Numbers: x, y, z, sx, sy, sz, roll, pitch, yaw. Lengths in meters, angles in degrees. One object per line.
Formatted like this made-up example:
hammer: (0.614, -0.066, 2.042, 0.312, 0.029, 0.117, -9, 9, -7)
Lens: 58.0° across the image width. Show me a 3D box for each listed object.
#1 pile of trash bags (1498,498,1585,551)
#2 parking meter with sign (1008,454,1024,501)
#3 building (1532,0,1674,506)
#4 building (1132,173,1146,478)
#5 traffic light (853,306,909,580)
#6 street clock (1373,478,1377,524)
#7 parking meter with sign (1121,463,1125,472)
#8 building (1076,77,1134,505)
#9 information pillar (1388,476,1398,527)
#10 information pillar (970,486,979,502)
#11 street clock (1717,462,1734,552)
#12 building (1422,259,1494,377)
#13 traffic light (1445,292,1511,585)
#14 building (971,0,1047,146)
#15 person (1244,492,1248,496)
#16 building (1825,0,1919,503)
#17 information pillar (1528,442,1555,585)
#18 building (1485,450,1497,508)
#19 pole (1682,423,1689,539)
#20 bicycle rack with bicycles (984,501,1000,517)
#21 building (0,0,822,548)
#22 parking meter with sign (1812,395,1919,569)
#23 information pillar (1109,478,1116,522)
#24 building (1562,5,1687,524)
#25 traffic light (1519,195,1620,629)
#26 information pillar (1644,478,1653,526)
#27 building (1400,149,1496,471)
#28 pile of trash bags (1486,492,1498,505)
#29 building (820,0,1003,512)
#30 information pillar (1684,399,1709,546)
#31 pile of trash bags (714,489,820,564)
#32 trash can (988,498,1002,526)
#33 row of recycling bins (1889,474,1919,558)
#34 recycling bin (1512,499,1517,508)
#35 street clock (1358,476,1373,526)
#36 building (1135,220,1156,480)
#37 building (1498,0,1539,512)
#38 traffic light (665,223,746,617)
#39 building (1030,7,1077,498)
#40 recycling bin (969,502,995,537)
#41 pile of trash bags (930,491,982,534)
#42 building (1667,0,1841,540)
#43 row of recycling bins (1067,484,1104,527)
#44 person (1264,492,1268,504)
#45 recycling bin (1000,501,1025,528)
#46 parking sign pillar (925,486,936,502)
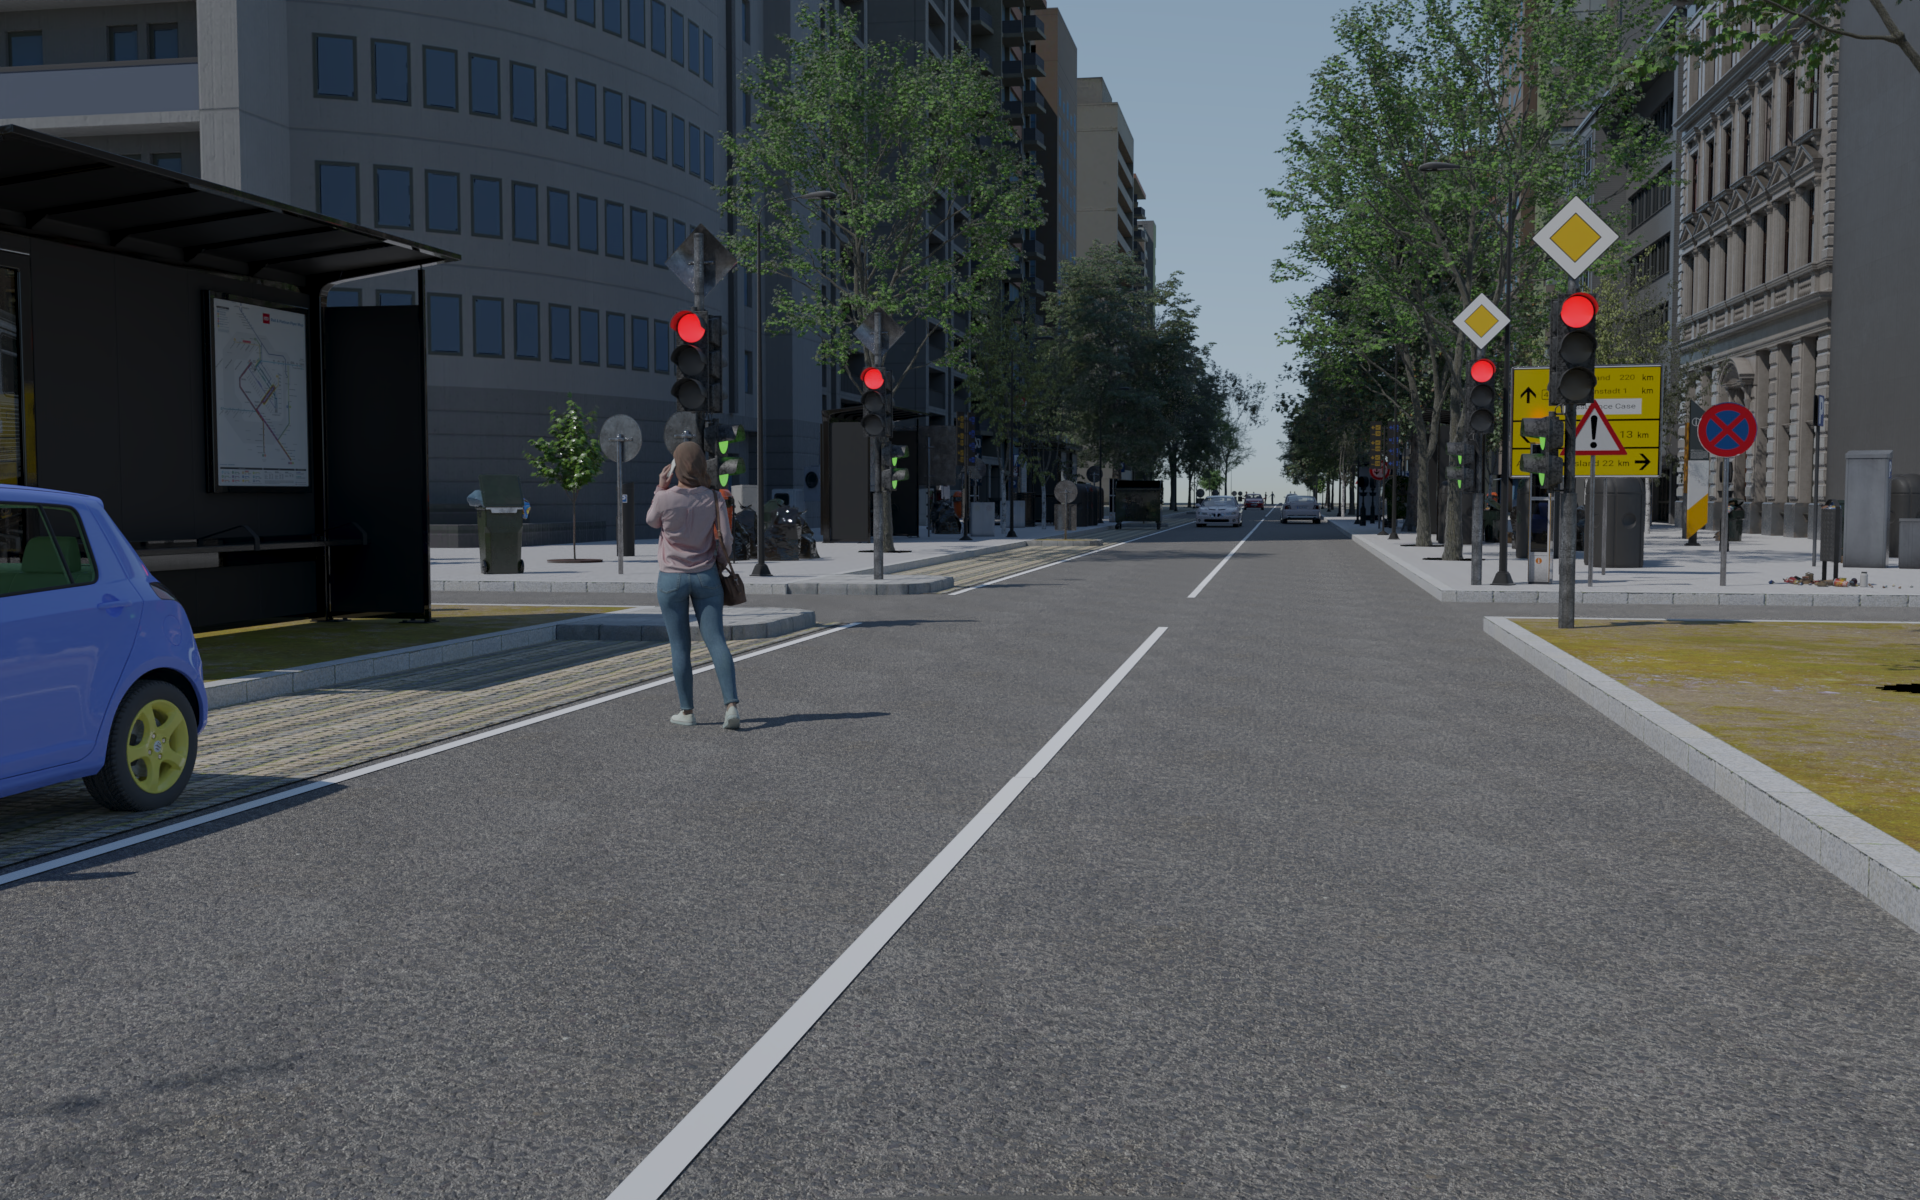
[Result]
pile of trash bags: (13.788, -1.868, 40.298, 1.912, 1.369, 3.447, 1, 4, 10)
parking meter with sign: (2.335, -4.800, 74.745, 0.543, 3.016, 1.738, 1, 4, 15)
building: (42.525, -25.869, 106.546, 14.154, 41.232, 14.086, 1, 4, 11)
building: (13.214, -35.339, 232.424, 22.147, 44.769, 28.867, 1, 4, 11)
traffic light: (-1.205, -2.260, 25.876, 0.839, 4.253, 0.868, 1, 4, 11)
street clock: (17.862, -4.305, 74.951, 0.358, 2.002, 0.471, 1, 4, 21)
parking meter with sign: (9.075, -6.126, 96.424, 0.543, 3.016, 1.738, 1, 4, 18)
building: (9.083, -35.672, 206.934, 21.300, 48.544, 21.600, 1, 4, 11)
information pillar: (17.100, -3.911, 68.434, 0.304, 2.012, 0.304, 3, 5, 43)
information pillar: (0.547, -3.948, 69.039, 0.304, 2.012, 0.304, 3, 4, 36)
street clock: (17.068, -2.083, 38.629, 0.358, 2.002, 0.471, 2, 4, 31)
building: (60.601, -26.287, 201.491, 14.160, 30.474, 14.107, 1, 4, 11)
traffic light: (7.261, -2.164, 24.301, 0.839, 4.253, 0.868, 1, 4, 11)
building: (-5.110, -29.619, 138.901, 22.147, 44.769, 28.867, 1, 4, 11)
person: (39.669, -14.058, 239.163, 1.217, 1.723, 0.721, -2, 4, -24)
building: (33.857, -14.900, 37.117, 24.014, 27.812, 14.314, 1, 4, 11)
information pillar: (8.273, -1.232, 24.637, 0.304, 2.012, 0.304, 2, 4, 29)
building: (53.200, -50.651, 140.821, 22.319, 86.520, 31.000, 1, 4, 11)
pole: (20.827, -3.409, 49.582, 0.158, 3.312, 0.155, 0, 3, 0)
bicycle rack with bicycles: (2.117, -4.796, 91.789, 2.852, 0.926, 2.925, -1, 4, -20)
building: (-18.145, -31.229, 52.597, 21.231, 58.520, 28.212, 1, 4, 11)
parking meter with sign: (15.790, -2.069, 30.087, 1.738, 3.016, 0.543, 2, 4, 35)
information pillar: (6.953, -4.518, 78.355, 0.304, 2.012, 0.304, -2, 4, -33)
building: (37.303, -15.956, 79.940, 14.314, 24.678, 30.058, 1, 4, 11)
traffic light: (5.780, -1.684, 16.454, 0.839, 4.253, 0.868, 1, 4, 11)
information pillar: (27.602, -3.973, 69.447, 0.304, 2.012, 0.304, 1, 4, 19)
building: (67.278, -34.697, 221.913, 22.147, 44.769, 28.867, 1, 4, 11)
pile of trash bags: (29.486, -4.984, 91.240, 3.447, 1.369, 1.912, 1, 4, 9)
building: (-7.979, -41.300, 113.507, 20.563, 71.187, 20.611, 1, 4, 11)
information pillar: (18.231, -3.146, 42.800, 0.504, 3.616, 0.183, 0, 4, 3)
pile of trash bags: (-4.024, -1.442, 33.325, 1.912, 1.369, 3.447, 1, 4, 15)
trash can: (1.484, -3.620, 70.840, 0.748, 1.137, 0.748, 0, 3, 0)
row of recycling bins: (19.628, -1.777, 36.170, 1.069, 1.692, 3.534, 1, 4, 23)
recycling bin: (26.353, -4.191, 81.084, 0.722, 1.027, 0.722, -1, 4, -15)
street clock: (16.244, -3.988, 69.775, 0.358, 2.002, 0.471, -1, 4, -21)
building: (20.973, -34.819, 252.887, 14.154, 41.232, 14.086, 1, 4, 11)
building: (45.247, -28.756, 120.274, 14.600, 45.320, 14.200, 1, 4, 11)
traffic light: (-2.685, -1.780, 18.029, 0.839, 4.253, 0.868, 1, 4, 11)
building: (2.991, -31.139, 159.233, 14.600, 45.320, 14.200, 1, 4, 11)
recycling bin: (0.667, -2.450, 52.616, 0.722, 1.027, 0.722, 0, 4, -4)
pile of trash bags: (-0.024, -2.888, 56.967, 1.912, 1.369, 3.447, 0, 4, -2)
building: (30.343, -13.869, 55.643, 11.050, 23.489, 19.941, 1, 4, 11)
row of recycling bins: (4.842, -3.803, 69.285, 1.069, 1.692, 3.534, 1, 4, 13)
person: (43.942, -14.623, 248.120, 0.750, 1.759, 0.617, 3, 5, 45)
recycling bin: (2.006, -3.267, 65.968, 0.722, 1.027, 0.722, -2, 4, -28)
parking sign pillar: (-1.264, -5.225, 73.899, 1.447, 3.967, 1.447, 0, 4, -5)
